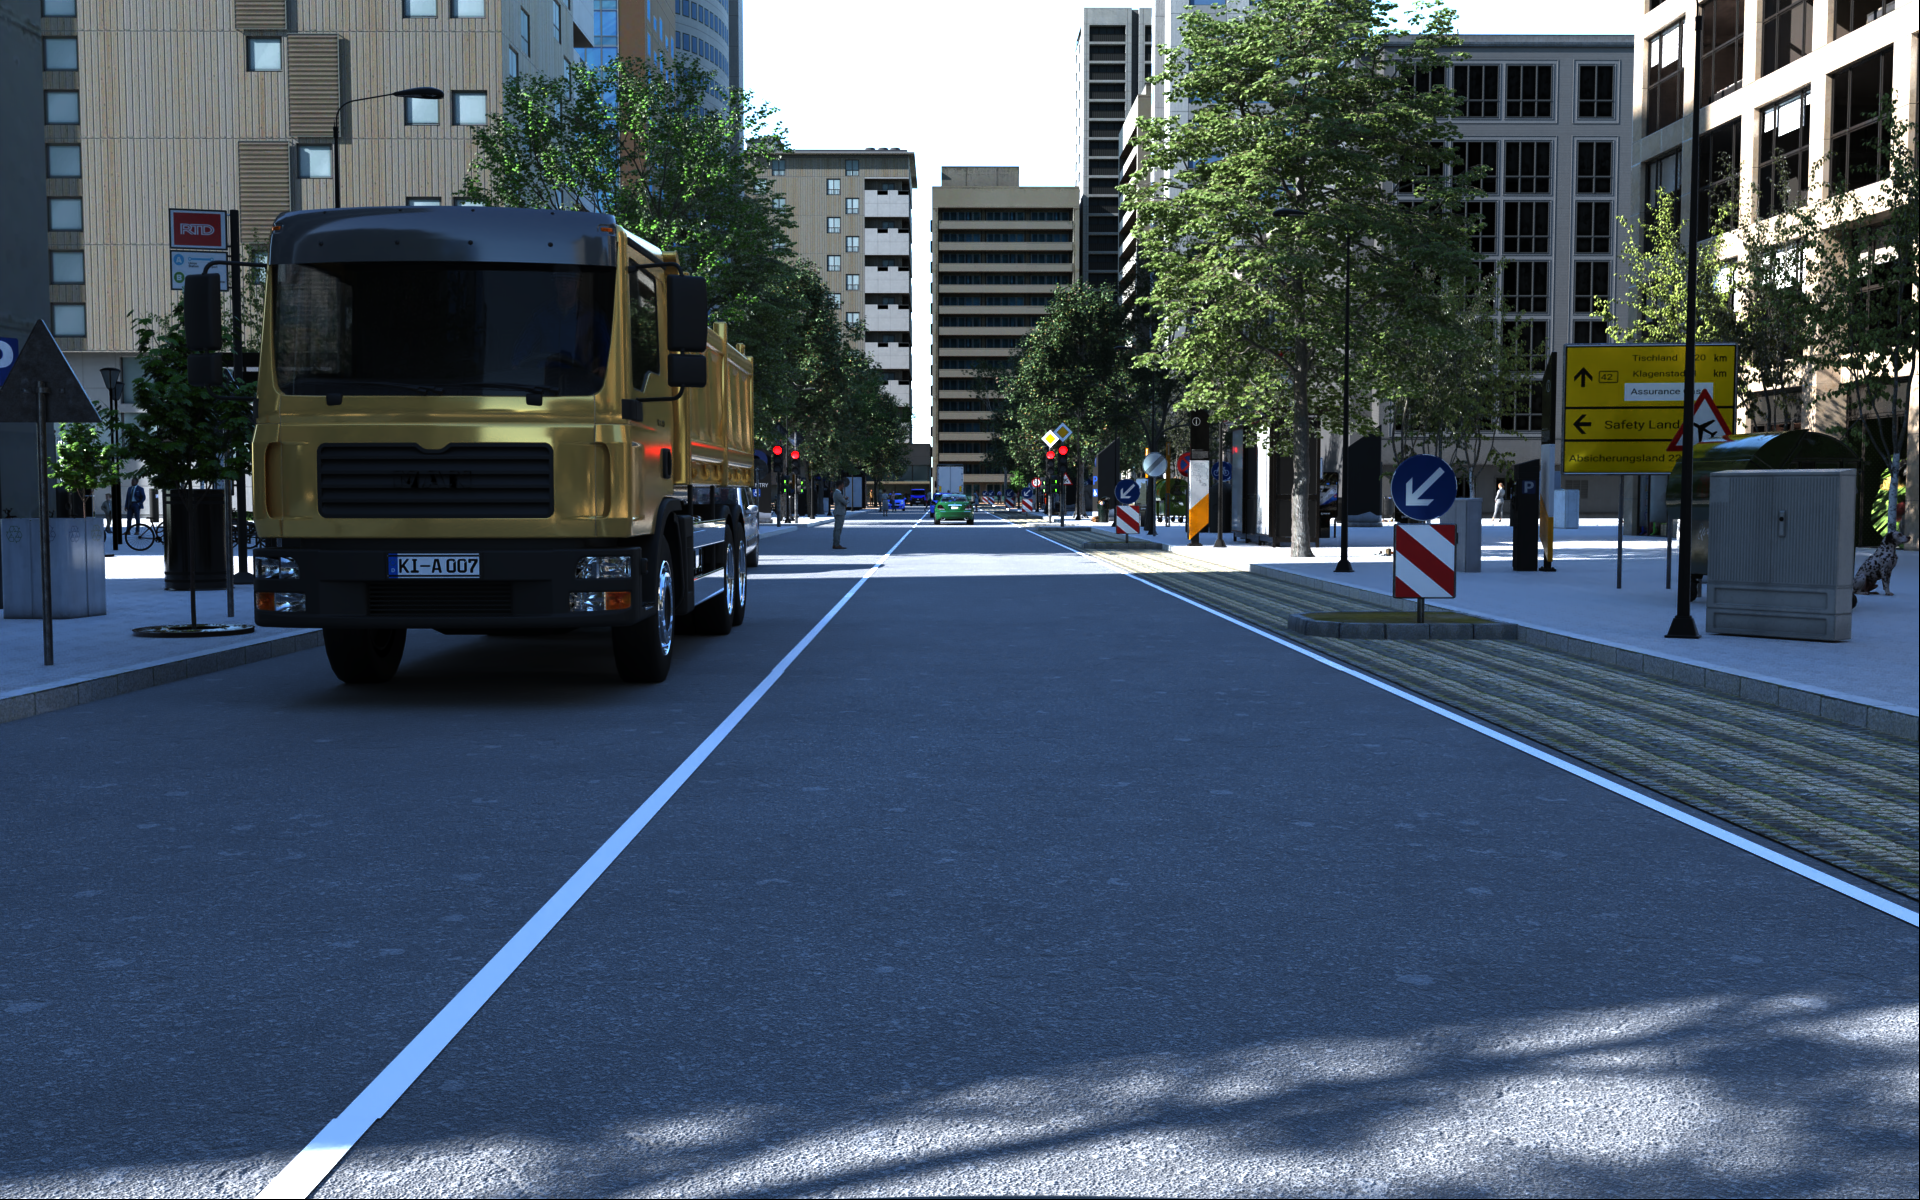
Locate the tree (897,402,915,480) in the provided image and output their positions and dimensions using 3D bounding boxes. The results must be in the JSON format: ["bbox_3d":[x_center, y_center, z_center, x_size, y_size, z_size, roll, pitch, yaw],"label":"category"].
[{"bbox_3d":[-8.654,-14.634,156.274,9.611,12.733,9.660,0,3,0],"label":"tree"}]

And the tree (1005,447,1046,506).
[{"bbox_3d":[6.186,-14.599,189.062,4.737,8.622,4.395,0,3,0],"label":"tree"}]

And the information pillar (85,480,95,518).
[{"bbox_3d":[-31.617,-3.572,62.895,0.304,2.012,0.304,-1,4,-16],"label":"information pillar"}]

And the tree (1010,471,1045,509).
[{"bbox_3d":[6.187,-10.399,153.739,4.285,4.588,4.351,0,3,0],"label":"tree"}]

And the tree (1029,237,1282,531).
[{"bbox_3d":[6.613,-7.677,59.929,8.767,10.594,7.601,-1,4,-11],"label":"tree"}]

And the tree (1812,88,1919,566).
[{"bbox_3d":[16.656,-4.937,31.081,4.737,8.622,4.395,0,3,0],"label":"tree"}]

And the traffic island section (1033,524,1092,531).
[{"bbox_3d":[4.031,-2.787,67.843,2.009,0.180,2.903,0,4,-1],"label":"traffic island section"}]

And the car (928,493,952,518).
[{"bbox_3d":[-1.000,-5.932,106.581,1.945,1.707,3.694,0,4,-1],"label":"car"}]

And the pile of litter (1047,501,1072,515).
[{"bbox_3d":[6.213,-5.785,108.551,1.719,0.858,1.176,1,4,10],"label":"pile of litter"}]

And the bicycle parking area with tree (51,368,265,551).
[{"bbox_3d":[-20.243,-3.355,41.861,9.016,4.147,8.231,-1,4,-11],"label":"bicycle parking area with tree"}]

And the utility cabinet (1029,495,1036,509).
[{"bbox_3d":[6.076,-8.236,145.822,1.020,1.237,0.306,3,5,43],"label":"utility cabinet"}]

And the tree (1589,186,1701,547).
[{"bbox_3d":[17.183,-5.553,41.154,4.737,8.622,4.395,0,3,0],"label":"tree"}]

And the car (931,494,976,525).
[{"bbox_3d":[-0.301,-4.288,81.912,2.131,1.459,4.920,0,4,-2],"label":"car"}]

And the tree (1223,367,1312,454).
[{"bbox_3d":[16.616,-8.688,92.417,4.737,8.622,4.395,0,3,0],"label":"tree"}]

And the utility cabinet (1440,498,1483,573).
[{"bbox_3d":[8.314,-1.079,28.802,0.306,1.237,1.020,-1,4,-9],"label":"utility cabinet"}]

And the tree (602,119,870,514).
[{"bbox_3d":[-7.993,-8.259,53.154,7.486,12.596,7.792,0,3,0],"label":"tree"}]

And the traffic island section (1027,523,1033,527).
[{"bbox_3d":[3.961,-3.275,75.827,2.009,0.180,2.903,0,4,-1],"label":"traffic island section"}]

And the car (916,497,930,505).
[{"bbox_3d":[-4.671,-12.868,219.432,2.155,1.783,4.494,0,4,-2],"label":"car"}]

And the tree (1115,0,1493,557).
[{"bbox_3d":[6.765,-7.117,34.498,7.486,12.596,7.792,0,3,0],"label":"tree"}]

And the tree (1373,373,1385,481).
[{"bbox_3d":[15.219,-6.463,56.034,4.737,8.622,4.395,0,3,0],"label":"tree"}]

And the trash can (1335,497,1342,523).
[{"bbox_3d":[16.886,-3.971,76.584,0.748,1.137,0.748,0,3,0],"label":"trash can"}]

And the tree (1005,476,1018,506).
[{"bbox_3d":[5.813,-11.613,184.466,1.663,3.219,1.824,0,3,0],"label":"tree"}]

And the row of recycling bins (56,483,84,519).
[{"bbox_3d":[-34.159,-3.542,65.022,3.534,1.692,1.069,1,4,10],"label":"row of recycling bins"}]

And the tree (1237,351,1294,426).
[{"bbox_3d":[15.202,-8.195,84.357,4.360,8.622,3.978,0,3,0],"label":"tree"}]

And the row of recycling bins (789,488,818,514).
[{"bbox_3d":[-10.373,-6.423,112.124,1.069,1.692,3.534,-3,4,-39],"label":"row of recycling bins"}]

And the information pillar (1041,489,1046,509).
[{"bbox_3d":[7.197,-8.866,149.443,0.304,2.012,0.304,-3,5,-43],"label":"information pillar"}]

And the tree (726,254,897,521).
[{"bbox_3d":[-8.320,-10.086,81.906,9.611,12.733,9.660,0,3,0],"label":"tree"}]

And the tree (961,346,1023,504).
[{"bbox_3d":[7.111,-22.233,219.398,12.611,20.169,13.585,0,3,0],"label":"tree"}]

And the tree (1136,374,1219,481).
[{"bbox_3d":[12.823,-9.097,99.102,4.360,8.622,3.978,0,3,0],"label":"tree"}]

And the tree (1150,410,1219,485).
[{"bbox_3d":[16.183,-10.151,116.330,4.737,8.622,4.395,0,3,0],"label":"tree"}]

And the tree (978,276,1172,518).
[{"bbox_3d":[6.378,-10.643,91.028,9.611,12.733,9.660,0,3,0],"label":"tree"}]

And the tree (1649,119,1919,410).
[{"bbox_3d":[16.795,-5.248,36.174,4.360,8.622,3.978,0,3,0],"label":"tree"}]

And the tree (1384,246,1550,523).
[{"bbox_3d":[15.004,-6.121,50.448,4.737,8.622,4.395,0,3,0],"label":"tree"}]

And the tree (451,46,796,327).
[{"bbox_3d":[-7.946,-6.983,39.921,9.928,11.665,9.643,0,3,0],"label":"tree"}]

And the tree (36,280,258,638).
[{"bbox_3d":[-7.115,-1.292,15.731,1.663,3.219,1.824,0,3,0],"label":"tree"}]

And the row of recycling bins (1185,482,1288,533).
[{"bbox_3d":[9.146,-3.076,57.400,3.534,1.692,1.069,2,4,28],"label":"row of recycling bins"}]

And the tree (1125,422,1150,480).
[{"bbox_3d":[16.003,-11.859,144.249,4.737,8.622,4.395,0,3,0],"label":"tree"}]

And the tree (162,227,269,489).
[{"bbox_3d":[-18.857,-6.019,48.772,4.737,8.622,4.395,0,3,0],"label":"tree"}]

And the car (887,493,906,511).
[{"bbox_3d":[-5.554,-8.483,148.284,1.945,1.707,3.694,0,4,-2],"label":"car"}]

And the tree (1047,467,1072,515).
[{"bbox_3d":[5.714,-6.760,105.125,1.663,3.219,1.824,0,3,0],"label":"tree"}]

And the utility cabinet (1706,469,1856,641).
[{"bbox_3d":[7.270,-0.410,15.386,0.318,1.500,1.173,-3,4,-37],"label":"utility cabinet"}]

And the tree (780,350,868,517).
[{"bbox_3d":[-8.482,-9.835,95.212,7.601,10.594,8.767,3,5,41],"label":"tree"}]

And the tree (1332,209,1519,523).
[{"bbox_3d":[11.884,-5.824,45.585,4.360,8.622,3.978,0,3,0],"label":"tree"}]

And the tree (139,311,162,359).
[{"bbox_3d":[-26.524,-6.769,61.037,4.737,8.622,4.395,0,3,0],"label":"tree"}]

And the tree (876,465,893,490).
[{"bbox_3d":[-8.571,-14.188,182.332,4.737,8.622,4.395,0,3,0],"label":"tree"}]

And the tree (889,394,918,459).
[{"bbox_3d":[-8.666,-11.993,121.842,9.928,11.665,9.643,0,3,0],"label":"tree"}]
